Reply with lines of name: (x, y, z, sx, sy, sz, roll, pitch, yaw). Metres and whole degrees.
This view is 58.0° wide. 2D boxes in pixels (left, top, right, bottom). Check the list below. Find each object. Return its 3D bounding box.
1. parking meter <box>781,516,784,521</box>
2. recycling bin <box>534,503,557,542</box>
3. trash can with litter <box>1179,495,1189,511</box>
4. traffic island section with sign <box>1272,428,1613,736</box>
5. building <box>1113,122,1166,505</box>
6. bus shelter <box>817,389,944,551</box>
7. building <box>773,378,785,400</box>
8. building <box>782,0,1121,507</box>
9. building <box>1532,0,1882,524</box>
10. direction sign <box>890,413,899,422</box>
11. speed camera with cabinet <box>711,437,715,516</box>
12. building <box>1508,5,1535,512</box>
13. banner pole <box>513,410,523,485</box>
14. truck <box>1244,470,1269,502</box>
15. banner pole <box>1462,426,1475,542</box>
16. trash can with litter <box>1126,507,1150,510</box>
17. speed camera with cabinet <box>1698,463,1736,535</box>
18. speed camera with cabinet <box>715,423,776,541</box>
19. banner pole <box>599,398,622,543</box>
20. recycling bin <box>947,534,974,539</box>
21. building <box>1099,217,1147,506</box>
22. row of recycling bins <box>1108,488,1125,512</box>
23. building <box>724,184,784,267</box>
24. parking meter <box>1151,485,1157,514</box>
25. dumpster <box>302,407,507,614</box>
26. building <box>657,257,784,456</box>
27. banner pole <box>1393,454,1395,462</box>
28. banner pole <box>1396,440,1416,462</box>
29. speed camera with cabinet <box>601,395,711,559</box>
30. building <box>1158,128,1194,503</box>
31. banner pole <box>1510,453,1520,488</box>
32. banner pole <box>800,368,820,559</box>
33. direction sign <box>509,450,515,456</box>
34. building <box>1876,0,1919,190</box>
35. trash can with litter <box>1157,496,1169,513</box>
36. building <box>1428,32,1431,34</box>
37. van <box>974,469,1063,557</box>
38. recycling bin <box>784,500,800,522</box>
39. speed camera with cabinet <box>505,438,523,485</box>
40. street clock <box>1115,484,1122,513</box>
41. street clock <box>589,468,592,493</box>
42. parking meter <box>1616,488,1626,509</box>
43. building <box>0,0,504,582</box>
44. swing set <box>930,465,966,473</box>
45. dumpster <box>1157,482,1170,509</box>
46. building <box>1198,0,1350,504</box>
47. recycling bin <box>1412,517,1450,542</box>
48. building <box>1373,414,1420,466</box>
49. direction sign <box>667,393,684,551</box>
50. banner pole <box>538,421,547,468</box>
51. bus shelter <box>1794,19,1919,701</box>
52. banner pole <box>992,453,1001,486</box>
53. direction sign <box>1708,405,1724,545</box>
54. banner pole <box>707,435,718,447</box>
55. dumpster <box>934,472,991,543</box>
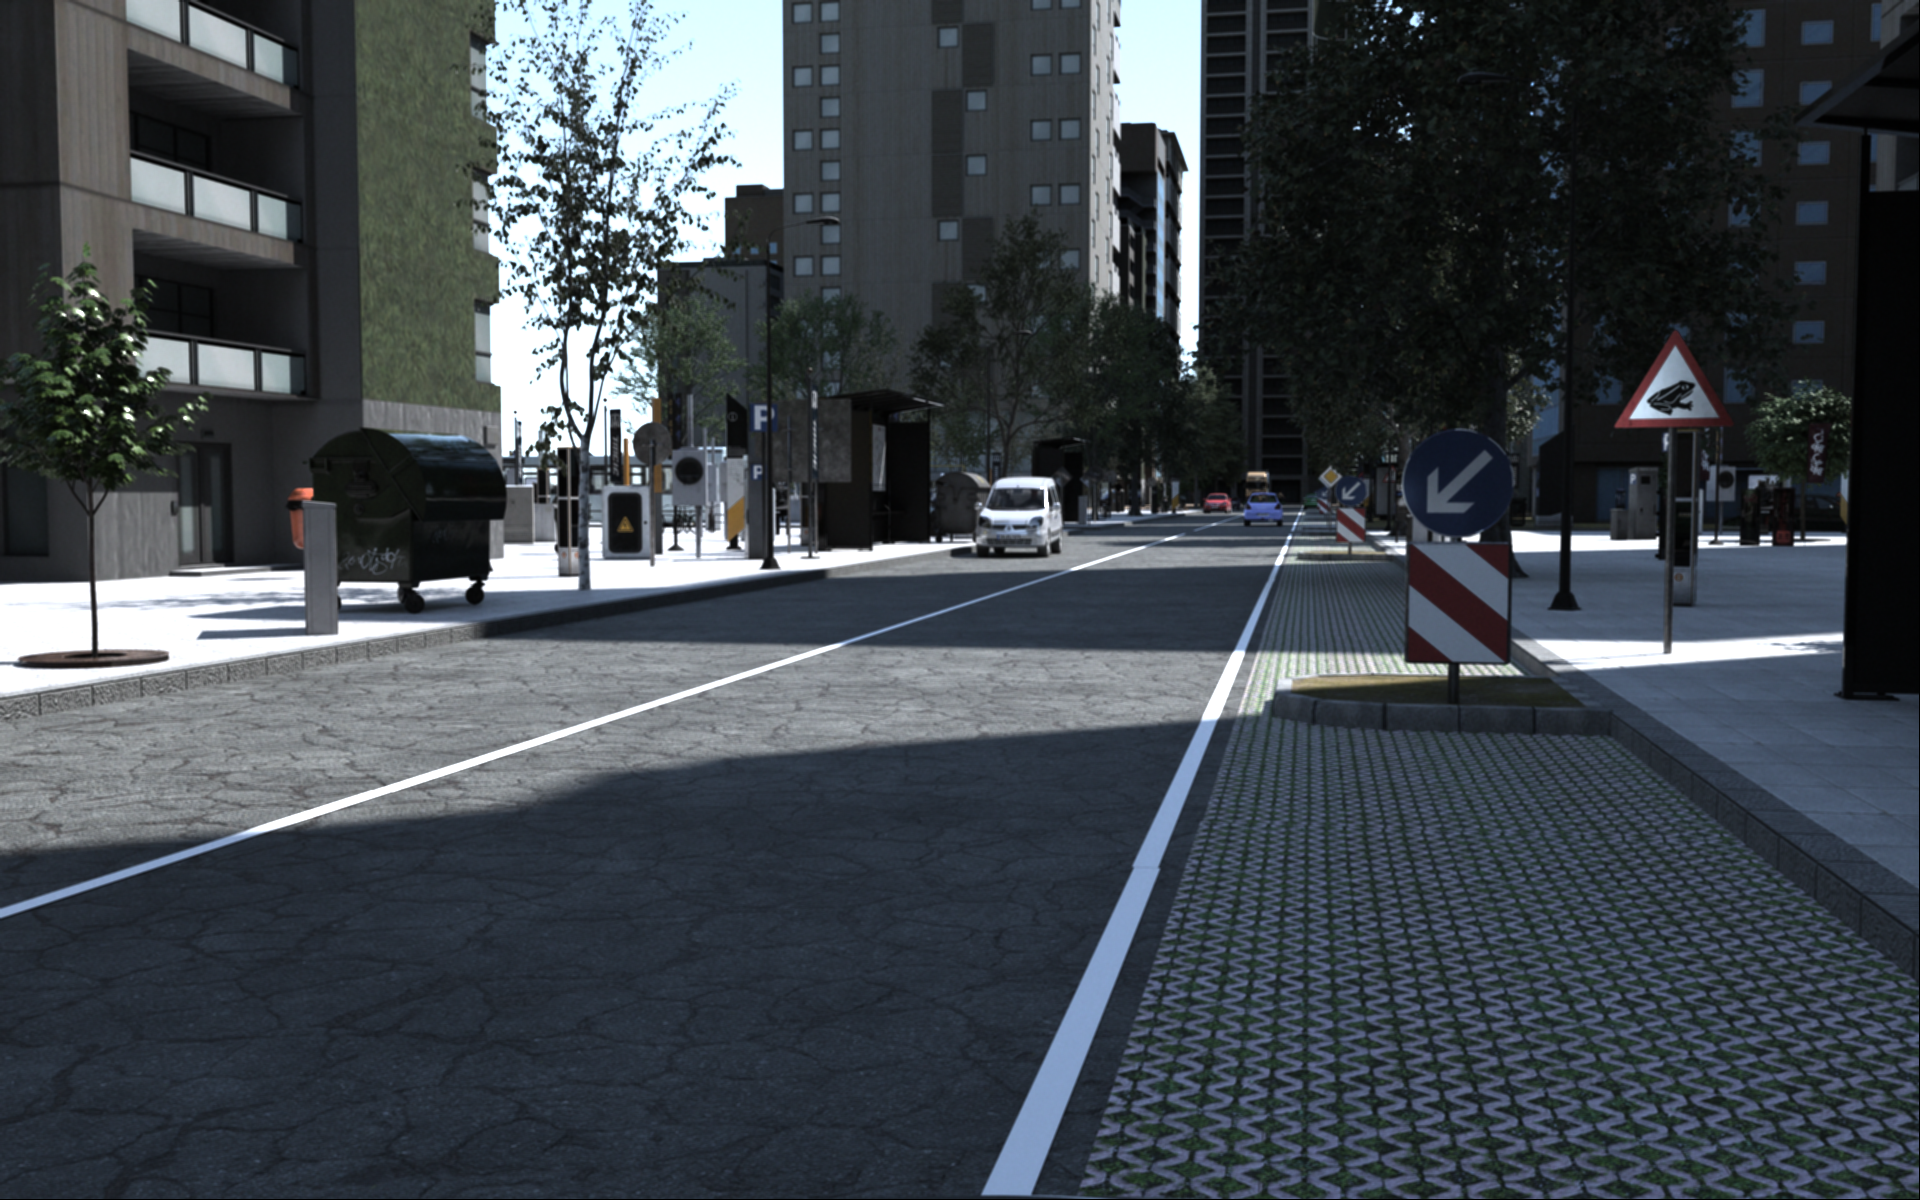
parking meter: (-8.222, -4.455, 81.243, 0.372, 1.533, 0.369, 0, 3, 0)
recycling bin: (-11.136, -2.083, 46.612, 0.722, 1.027, 0.722, 0, 4, 4)
trash can with litter: (17.486, -7.552, 134.861, 0.624, 1.170, 1.055, -1, 4, -22)
traffic island section with sign: (3.065, -0.163, 11.296, 1.989, 1.847, 2.006, 1, 4, 11)
building: (16.665, -34.006, 206.107, 14.200, 45.320, 14.600, 1, 4, 11)
bus shelter: (-1.864, -3.101, 41.991, 1.731, 3.624, 6.357, 1, 4, 12)
building: (-6.317, -54.589, 205.197, 31.000, 86.520, 22.319, 1, 4, 11)
building: (0.316, -34.939, 160.496, 28.713, 52.752, 27.495, 1, 4, 11)
building: (34.780, -26.294, 80.023, 14.200, 45.320, 14.600, 1, 4, 11)
direction sign: (-1.804, -3.312, 46.147, 0.379, 3.537, 0.876, -2, 4, -25)
speed camera with cabinet: (-7.057, -3.527, 51.997, 2.038, 3.252, 0.660, -2, 4, -28)
building: (45.301, -49.080, 115.136, 22.319, 86.520, 31.000, 1, 4, 11)
banner pole: (-13.224, -3.785, 51.901, 0.401, 3.779, 0.863, 0, 4, 3)
truck: (35.183, -13.221, 205.070, 2.839, 4.237, 11.283, 1, 4, 11)
banner pole: (13.676, -3.463, 46.634, 0.863, 3.779, 0.401, -1, 4, -19)
trash can with litter: (14.879, -8.080, 143.169, 2.233, 1.210, 1.678, 2, 4, 24)
speed camera with cabinet: (23.407, -3.694, 54.735, 2.038, 3.252, 0.660, 0, 4, -8)
speed camera with cabinet: (-5.873, -3.274, 47.874, 0.660, 3.252, 2.038, -3, 5, -39)
banner pole: (-9.014, -3.353, 44.846, 0.863, 3.779, 0.401, 3, 5, 39)
recycling bin: (0.083, -2.384, 51.529, 0.722, 1.027, 0.722, -3, 4, -37)
building: (11.698, -24.992, 180.316, 14.160, 30.474, 14.107, 1, 4, 11)
row of recycling bins: (10.925, -7.191, 124.690, 1.069, 1.692, 3.534, 2, 4, 26)
building: (-25.092, -36.827, 252.231, 14.200, 45.320, 14.600, 1, 4, 11)
parking meter: (12.796, -6.627, 114.067, 0.255, 1.863, 0.399, 2, 4, 35)
dumpster: (-6.192, -1.032, 19.370, 1.502, 2.255, 1.985, 1, 4, 11)
building: (-28.538, -27.118, 215.087, 14.107, 30.474, 14.160, 1, 4, 11)
banner pole: (25.257, -6.737, 100.175, 0.863, 3.779, 0.401, -1, 4, -22)
banner pole: (15.248, -4.200, 58.683, 0.401, 3.779, 0.863, -1, 4, -21)
speed camera with cabinet: (-6.040, -2.443, 34.278, 2.038, 3.252, 0.660, 0, 4, -5)
building: (20.311, -40.425, 250.185, 27.495, 52.752, 28.713, 1, 4, 11)
banner pole: (29.844, -6.345, 93.752, 0.863, 3.779, 0.401, 1, 4, 11)
banner pole: (-2.941, -2.729, 34.635, 0.401, 3.779, 0.863, 1, 4, 10)
direction sign: (-23.038, -5.943, 89.165, 0.379, 3.537, 0.876, 0, 4, 5)
building: (27.898, -21.590, 36.592, 14.154, 41.232, 14.086, 1, 4, 11)
trash can with litter: (13.675, -6.518, 117.954, 1.055, 1.170, 0.624, 2, 4, 26)
building: (64.456, -36.665, 188.717, 28.713, 52.752, 27.495, 1, 4, 11)
van: (1.424, -2.058, 40.666, 2.013, 2.044, 4.112, 1, 4, 9)
recycling bin: (-7.657, -4.084, 79.322, 0.722, 1.027, 0.722, 0, 4, 1)
speed camera with cabinet: (-16.027, -4.137, 61.980, 0.660, 3.252, 2.038, -1, 4, -18)
street clock: (11.004, -7.093, 120.541, 0.471, 2.002, 0.358, 0, 4, -1)
street clock: (-9.423, -2.370, 43.327, 0.358, 2.002, 0.471, 1, 4, 21)
parking meter: (27.767, -3.939, 72.816, 0.372, 1.533, 0.369, 0, 3, 0)
building: (-17.300, -21.057, 27.884, 14.154, 41.232, 14.086, 1, 4, 11)
swing set: (-0.961, -5.948, 94.874, 3.119, 2.851, 2.862, 1, 4, 23)
dumpster: (15.690, -8.006, 133.388, 1.502, 2.255, 1.985, 1, 4, 11)
building: (44.211, -49.144, 241.751, 20.611, 71.187, 20.563, 1, 4, 11)
recycling bin: (11.457, -1.800, 41.983, 0.722, 1.027, 0.722, 3, 5, 43)
building: (70.034, -37.841, 238.308, 30.456, 49.044, 23.786, 1, 4, 11)
direction sign: (-6.437, -2.883, 39.131, 0.379, 3.537, 0.876, -2, 4, -28)
banner pole: (-14.267, -4.237, 59.285, 0.401, 3.779, 0.863, -3, 4, -38)
bus shelter: (5.432, -1.006, 7.726, 1.731, 3.624, 6.357, 1, 4, 11)
banner pole: (1.775, -6.227, 91.834, 0.863, 3.779, 0.401, 1, 4, 14)
direction sign: (19.182, -3.171, 43.842, 0.379, 3.537, 0.876, 2, 4, 34)
banner pole: (-10.551, -5.139, 74.038, 0.863, 3.779, 0.401, 3, 5, 42)
dumpster: (0.062, -2.473, 46.193, 1.264, 1.857, 1.865, 1, 4, 11)
